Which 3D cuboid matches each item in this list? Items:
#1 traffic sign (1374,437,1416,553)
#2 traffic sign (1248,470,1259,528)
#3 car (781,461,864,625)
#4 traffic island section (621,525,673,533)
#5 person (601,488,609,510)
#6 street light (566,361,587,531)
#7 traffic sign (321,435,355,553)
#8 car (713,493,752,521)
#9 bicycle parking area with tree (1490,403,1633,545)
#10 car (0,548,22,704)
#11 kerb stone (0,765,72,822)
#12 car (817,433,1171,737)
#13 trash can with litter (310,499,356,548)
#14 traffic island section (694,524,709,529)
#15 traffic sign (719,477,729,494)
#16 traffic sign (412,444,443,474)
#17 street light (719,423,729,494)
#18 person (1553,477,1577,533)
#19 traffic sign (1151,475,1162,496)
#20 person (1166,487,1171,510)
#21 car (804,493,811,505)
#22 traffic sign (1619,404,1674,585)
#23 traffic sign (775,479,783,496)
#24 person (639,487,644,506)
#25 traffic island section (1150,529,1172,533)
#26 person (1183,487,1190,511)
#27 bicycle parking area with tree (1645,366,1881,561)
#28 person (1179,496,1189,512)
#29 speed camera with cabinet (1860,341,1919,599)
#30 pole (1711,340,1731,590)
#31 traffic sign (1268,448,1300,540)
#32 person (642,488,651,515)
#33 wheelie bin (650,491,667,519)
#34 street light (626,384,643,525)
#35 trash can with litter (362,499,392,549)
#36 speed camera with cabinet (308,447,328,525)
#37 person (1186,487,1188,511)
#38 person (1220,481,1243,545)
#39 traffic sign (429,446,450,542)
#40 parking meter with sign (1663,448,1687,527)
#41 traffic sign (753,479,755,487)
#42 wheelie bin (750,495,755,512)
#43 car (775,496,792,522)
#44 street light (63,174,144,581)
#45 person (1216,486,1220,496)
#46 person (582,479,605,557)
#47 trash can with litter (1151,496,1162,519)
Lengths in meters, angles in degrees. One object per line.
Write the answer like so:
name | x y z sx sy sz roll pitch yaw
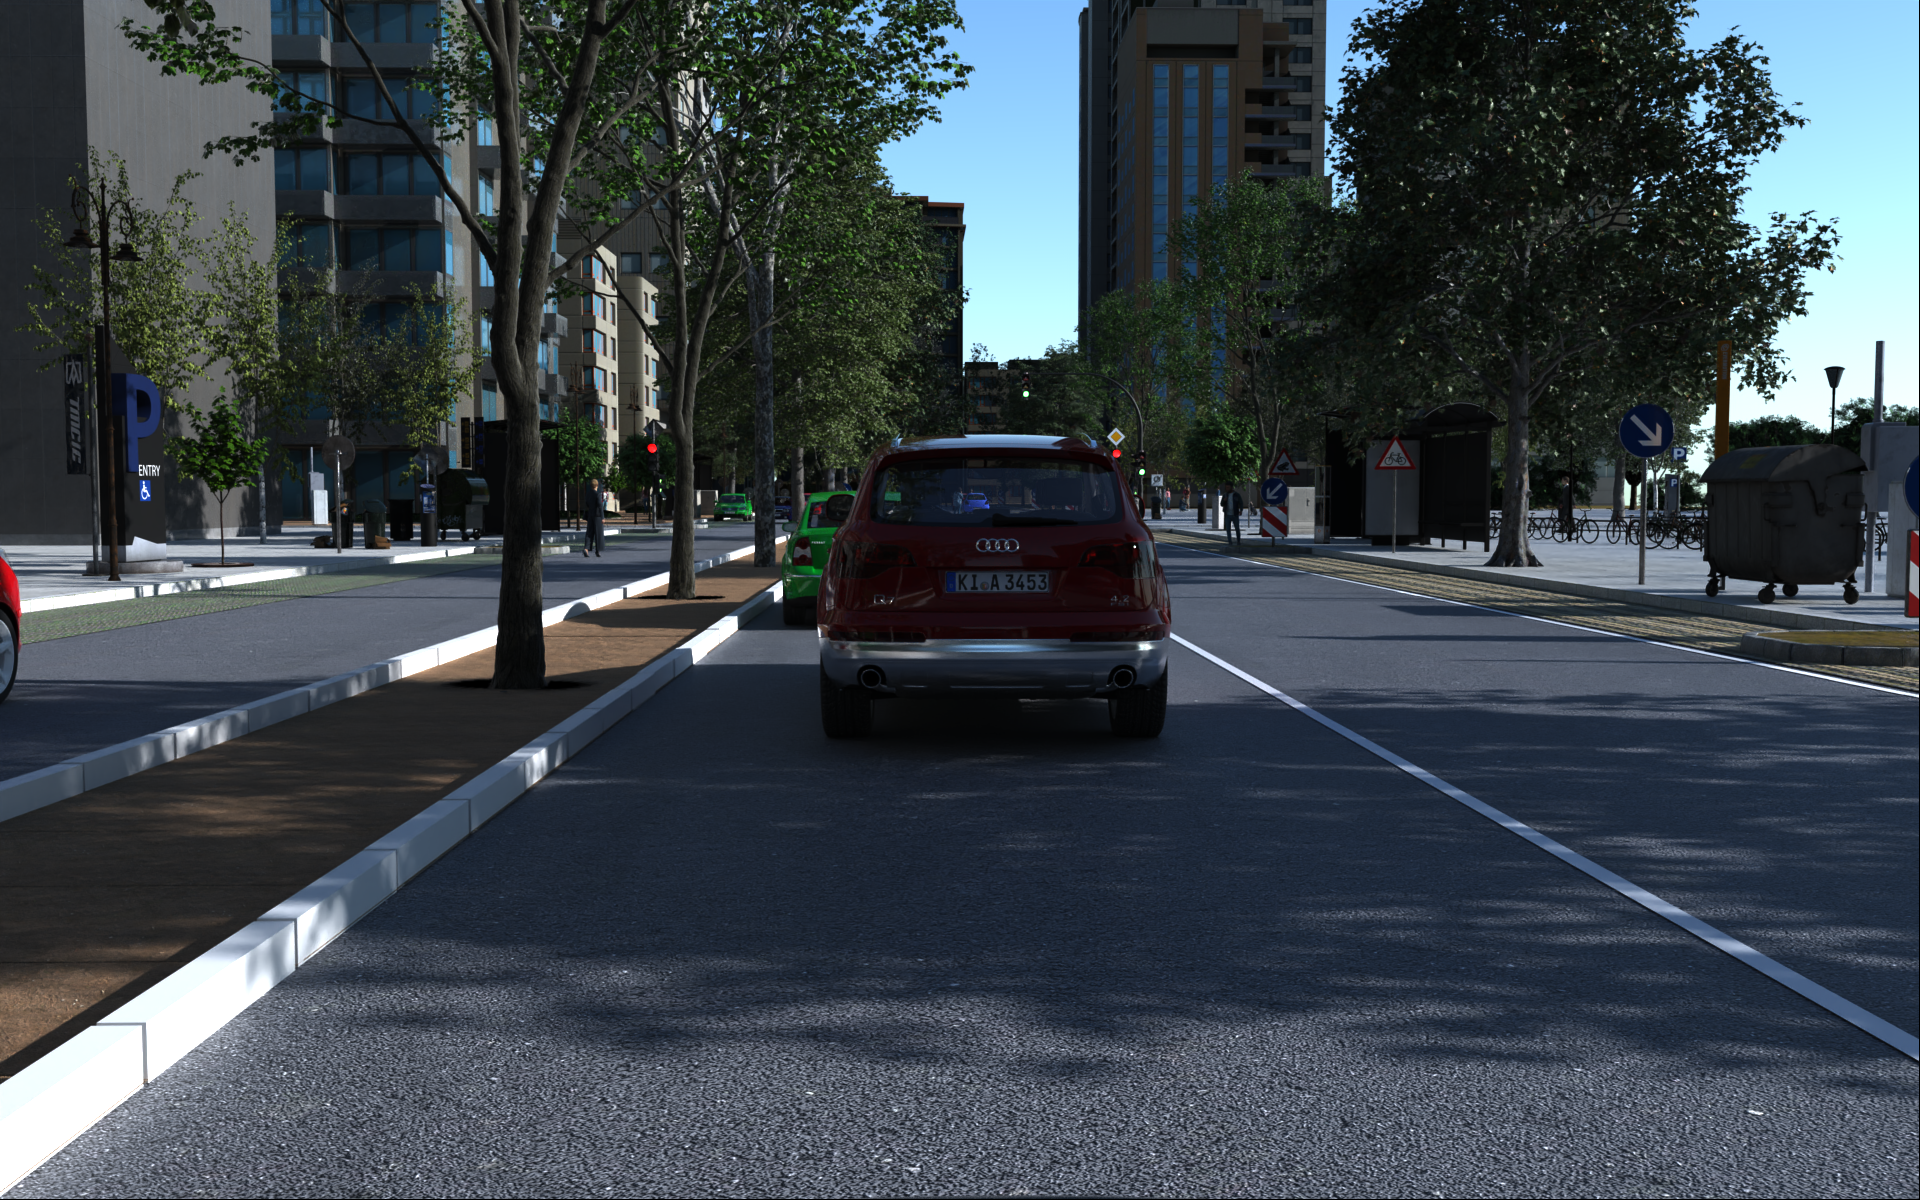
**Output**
traffic sign | 9.428 -2.298 37.580 0.884 2.594 0.081 0 4 5
traffic sign | 10.934 -4.005 65.493 0.884 2.594 0.081 0 4 1
car | -1.141 -0.709 20.390 1.959 1.807 4.718 0 4 -3
traffic island section | -11.442 -2.595 64.709 2.009 0.180 2.903 0 4 -1
person | -21.367 -5.942 104.030 0.563 1.720 0.643 -2 4 -26
street light | -13.341 -5.356 60.355 0.468 5.910 1.993 0 4 -1
traffic sign | -13.412 -2.278 37.353 0.768 2.556 0.104 0 4 7
car | -11.989 -5.062 91.560 1.959 1.807 4.718 0 4 -3
bicycle parking area with tree | 18.865 -3.720 47.827 8.231 4.147 9.016 -1 4 -9
car | -7.314 -0.069 10.162 2.155 1.783 4.494 0 4 -3
kerb stone | -4.227 0.887 7.755 0.120 0.150 1.000 0 4 -1
car | 0.184 -0.188 11.744 2.281 1.827 5.304 0 4 0
trash can with litter | -14.870 -1.812 41.008 1.055 1.170 0.624 1 4 8
traffic island section | -11.645 -3.083 72.692 2.009 0.180 2.903 0 4 -1
traffic sign | -17.106 -7.673 125.557 0.768 2.556 0.104 0 4 1
traffic sign | -13.934 -2.788 45.314 0.795 2.593 0.064 0 4 -1
street light | -14.610 -8.232 107.376 0.468 5.910 1.993 0 4 -1
person | 19.735 -3.097 56.459 0.755 1.850 0.659 1 4 23
traffic sign | 10.325 -5.428 90.885 0.606 2.300 0.079 0 4 1
person | 16.701 -8.131 139.001 0.388 1.821 0.555 2 4 35
car | -9.172 -5.853 104.730 2.155 1.783 4.494 0 4 -1
traffic sign | 9.668 -1.491 24.485 0.768 2.556 0.104 0 4 3
traffic sign | -15.176 -8.869 145.108 0.768 2.556 0.104 0 4 6
person | -22.880 -7.275 125.173 0.728 1.800 0.709 0 4 7
traffic island section | 6.793 -2.623 65.167 2.009 0.180 2.903 0 4 -1
person | 17.543 -7.843 134.254 0.580 1.828 0.573 0 4 -6
bicycle parking area with tree | 19.209 -3.029 36.533 9.016 4.147 8.231 1 4 20
person | 16.371 -7.049 126.795 0.738 1.151 1.012 0 4 5
speed camera with cabinet | 11.949 -1.676 21.737 0.660 3.252 2.038 1 4 9
pole | 10.165 -1.791 23.134 0.158 3.312 0.155 0 3 0
traffic sign | 9.089 -2.977 48.684 0.884 2.594 0.081 0 4 3
person | -19.604 -6.256 108.331 0.555 1.821 0.388 0 4 -8
wheelie bin | -15.530 -4.967 89.121 0.693 1.594 0.980 1 4 9
street light | -13.657 -6.114 72.750 0.468 5.910 1.993 0 4 -1
trash can with litter | -13.586 -1.784 40.561 0.624 1.170 1.055 -3 4 -38
speed camera with cabinet | -26.815 -4.772 72.352 0.660 3.252 2.038 -2 4 -25
person | 17.662 -7.903 135.058 0.447 1.846 0.655 0 4 -3
person | 7.369 -2.332 46.983 0.623 1.781 0.721 1 4 9
traffic sign | -13.978 -2.816 46.143 0.768 2.556 0.104 0 4 2
parking meter with sign | 27.056 -4.248 65.722 0.543 3.016 1.738 1 4 11
traffic sign | -16.482 -8.602 140.750 0.768 2.556 0.104 0 4 4
wheelie bin | -15.168 -7.166 125.065 0.693 1.594 0.980 -2 4 -26
car | -8.916 -4.450 85.340 1.945 1.354 3.894 0 4 0
street light | -12.510 -3.221 25.444 0.468 5.910 1.993 0 4 -1
person | 17.285 -6.701 115.628 0.654 1.822 0.581 2 4 30
person | -8.296 -1.858 39.299 0.576 1.772 0.534 1 4 9
trash can with litter | 10.038 -4.675 87.816 0.624 1.170 1.055 0 4 -7
